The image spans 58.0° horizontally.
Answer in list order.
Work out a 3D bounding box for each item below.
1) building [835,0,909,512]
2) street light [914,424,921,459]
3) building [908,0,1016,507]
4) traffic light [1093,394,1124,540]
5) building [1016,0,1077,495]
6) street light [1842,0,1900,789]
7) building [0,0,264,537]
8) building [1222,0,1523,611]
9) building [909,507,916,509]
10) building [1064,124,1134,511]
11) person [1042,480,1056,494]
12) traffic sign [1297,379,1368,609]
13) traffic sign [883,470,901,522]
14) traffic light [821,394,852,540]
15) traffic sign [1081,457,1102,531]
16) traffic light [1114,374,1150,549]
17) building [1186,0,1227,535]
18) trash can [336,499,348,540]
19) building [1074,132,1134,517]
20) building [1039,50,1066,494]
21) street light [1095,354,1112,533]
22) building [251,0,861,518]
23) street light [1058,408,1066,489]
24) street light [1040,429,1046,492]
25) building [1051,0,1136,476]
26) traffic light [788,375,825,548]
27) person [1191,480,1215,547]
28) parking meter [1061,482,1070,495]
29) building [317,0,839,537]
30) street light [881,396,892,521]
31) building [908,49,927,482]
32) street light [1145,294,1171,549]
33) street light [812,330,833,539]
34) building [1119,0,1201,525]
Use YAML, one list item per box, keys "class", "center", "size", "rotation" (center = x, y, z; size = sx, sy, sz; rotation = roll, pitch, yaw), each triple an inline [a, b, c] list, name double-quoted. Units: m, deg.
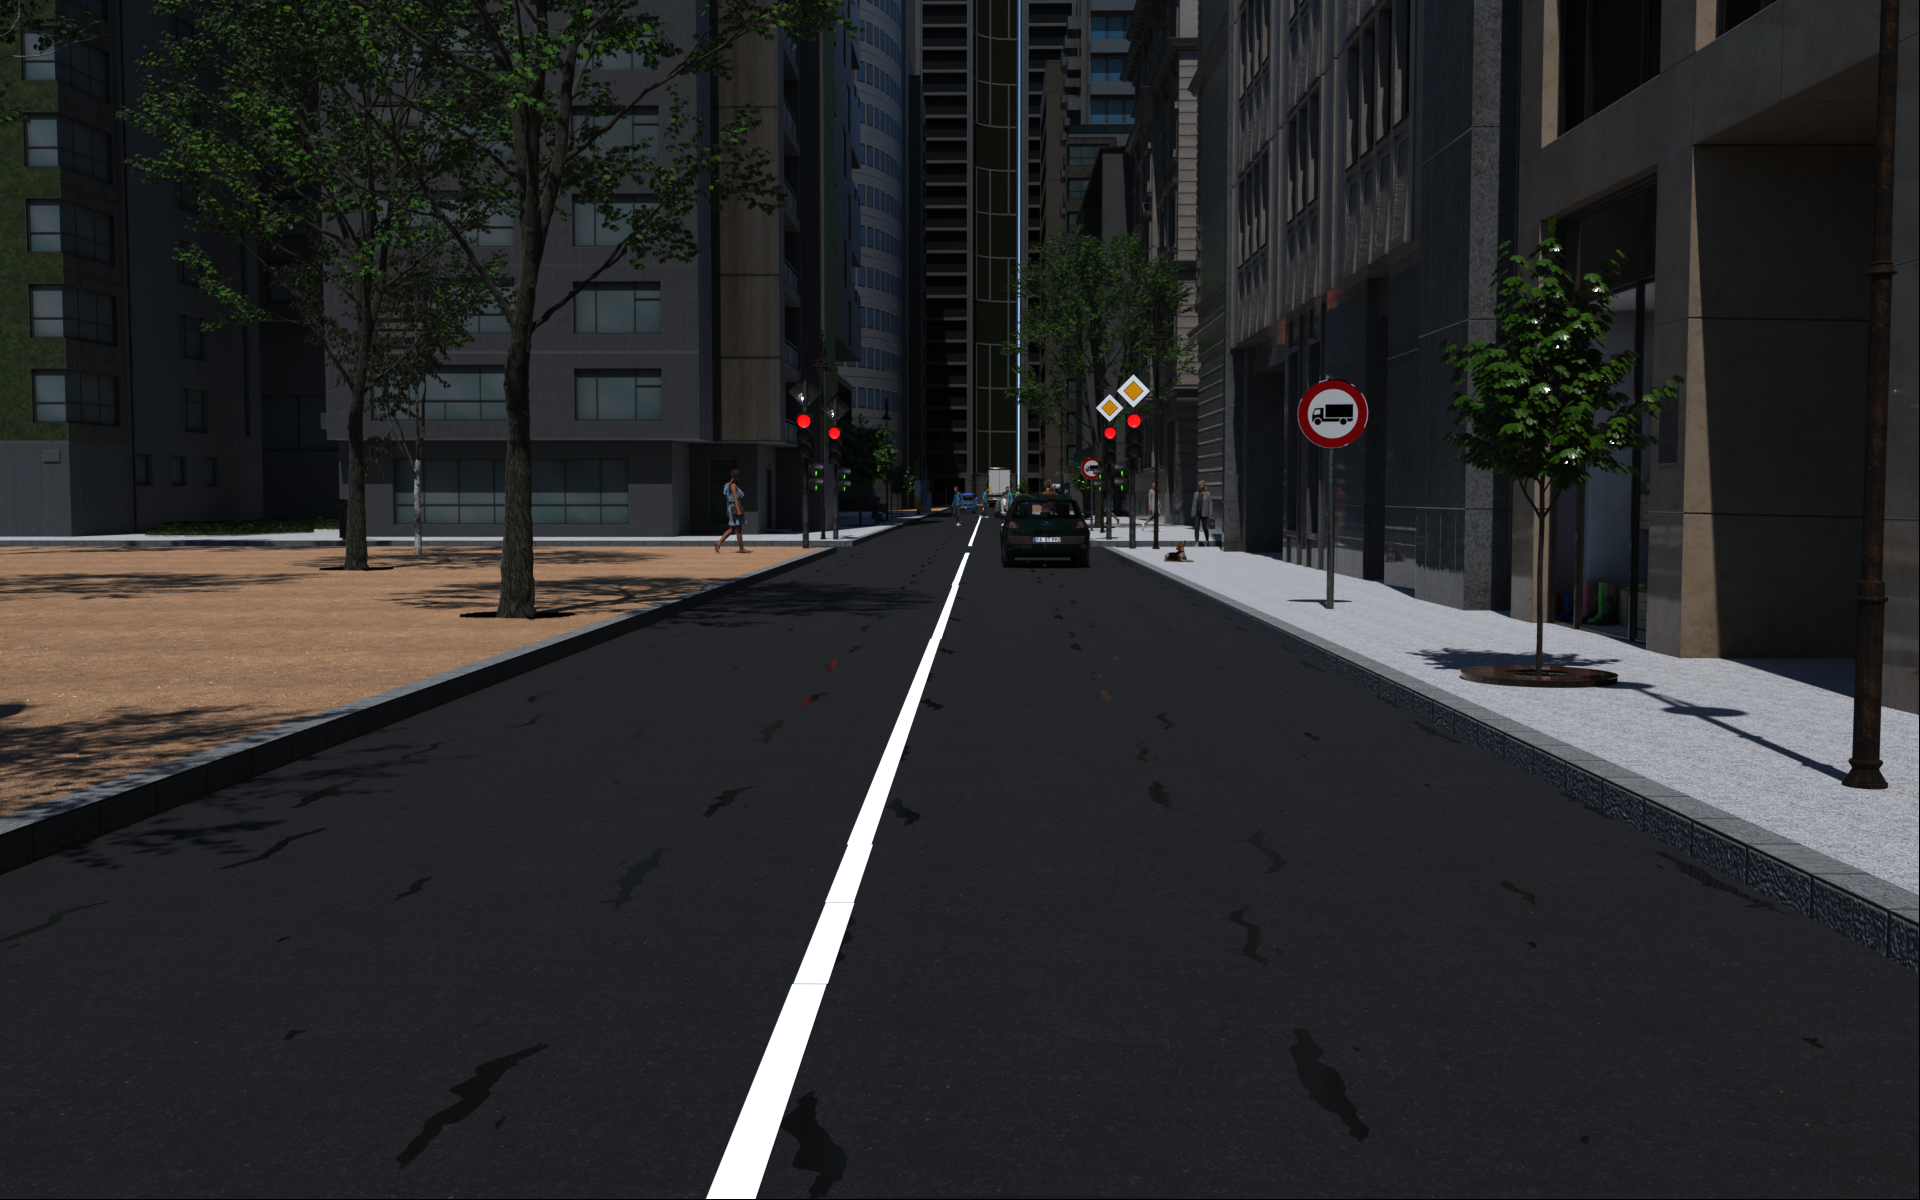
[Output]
- class: "building"
  center: [-15.218, -36.406, 137.242]
  size: [21.231, 58.520, 28.212]
  rotation: [0, 4, 1]
- class: "street light"
  center: [-2.817, -8.710, 115.191]
  size: [0.468, 5.910, 1.993]
  rotation: [0, 4, 1]
- class: "building"
  center: [-2.916, -47.734, 218.698]
  size: [20.611, 71.187, 20.563]
  rotation: [0, 4, 1]
- class: "traffic light"
  center: [4.173, -3.653, 48.641]
  size: [0.839, 4.253, 0.868]
  rotation: [0, 4, 1]
- class: "building"
  center: [17.919, -47.699, 218.128]
  size: [20.611, 71.187, 20.563]
  rotation: [0, 4, 1]
- class: "street light"
  center: [3.976, -2.119, 7.430]
  size: [0.468, 5.910, 1.993]
  rotation: [0, 4, 1]
- class: "building"
  center: [-33.445, -22.896, 57.944]
  size: [14.086, 41.232, 14.154]
  rotation: [0, 4, 1]
- class: "building"
  center: [11.718, -12.851, 28.138]
  size: [12.078, 24.808, 19.932]
  rotation: [0, 4, 1]
- class: "building"
  center: [-14.014, -44.218, 161.221]
  size: [20.563, 71.187, 20.611]
  rotation: [0, 4, 1]
- class: "building"
  center: [15.295, -22.432, 138.457]
  size: [14.160, 30.474, 14.107]
  rotation: [0, 4, 1]
- class: "person"
  center: [2.454, -2.415, 47.953]
  size: [0.573, 1.828, 0.580]
  rotation: [0, 4, -5]
- class: "traffic sign"
  center: [4.132, -1.171, 19.256]
  size: [0.768, 2.556, 0.104]
  rotation: [1, 4, 11]
- class: "traffic sign"
  center: [-3.163, -4.895, 80.032]
  size: [0.884, 2.594, 0.081]
  rotation: [1, 4, 9]
- class: "traffic light"
  center: [-3.487, -3.659, 48.753]
  size: [0.839, 4.253, 0.868]
  rotation: [0, 4, 1]
- class: "traffic sign"
  center: [4.567, -3.663, 60.000]
  size: [0.768, 2.556, 0.104]
  rotation: [0, 4, 6]
- class: "traffic light"
  center: [4.039, -3.164, 40.657]
  size: [0.839, 4.253, 0.868]
  rotation: [0, 4, 1]
- class: "building"
  center: [17.387, -13.824, 54.899]
  size: [19.941, 23.489, 11.050]
  rotation: [0, 4, 1]
- class: "trash can"
  center: [-17.055, -2.252, 48.466]
  size: [0.748, 1.137, 0.748]
  rotation: [0, 3, 0]
- class: "building"
  center: [14.998, -17.714, 108.685]
  size: [14.314, 24.678, 30.058]
  rotation: [0, 4, 1]
- class: "building"
  center: [19.556, -34.408, 186.274]
  size: [21.300, 48.544, 21.600]
  rotation: [0, 4, 1]
- class: "street light"
  center: [4.720, -5.167, 57.276]
  size: [0.468, 5.910, 1.993]
  rotation: [0, 4, 1]
- class: "building"
  center: [-19.078, -30.322, 85.000]
  size: [28.713, 52.752, 27.495]
  rotation: [0, 4, 1]
- class: "street light"
  center: [5.311, -7.202, 90.546]
  size: [0.468, 5.910, 1.993]
  rotation: [0, 4, 1]
- class: "street light"
  center: [5.926, -9.213, 123.417]
  size: [0.468, 5.910, 1.993]
  rotation: [0, 4, 1]
- class: "building"
  center: [20.668, -33.064, 160.211]
  size: [23.786, 49.044, 30.456]
  rotation: [0, 4, 1]
- class: "traffic light"
  center: [-3.621, -3.171, 40.769]
  size: [0.839, 4.253, 0.868]
  rotation: [0, 4, 1]
- class: "person"
  center: [6.496, -2.280, 45.966]
  size: [0.709, 1.800, 0.728]
  rotation: [2, 4, 29]
- class: "parking meter"
  center: [5.134, -4.813, 84.411]
  size: [0.399, 1.863, 0.255]
  rotation: [-1, 4, -11]
- class: "building"
  center: [-11.650, -22.807, 56.487]
  size: [14.154, 41.232, 14.086]
  rotation: [0, 4, 1]
- class: "street light"
  center: [-3.455, -6.671, 81.860]
  size: [0.468, 5.910, 1.993]
  rotation: [0, 4, 1]
- class: "building"
  center: [-14.571, -34.440, 186.797]
  size: [21.600, 48.544, 21.300]
  rotation: [0, 4, 1]
- class: "street light"
  center: [4.579, -4.128, 40.284]
  size: [0.468, 5.910, 1.993]
  rotation: [0, 4, 1]
- class: "street light"
  center: [-3.883, -4.661, 49.003]
  size: [0.468, 5.910, 1.993]
  rotation: [0, 4, 1]
- class: "building"
  center: [15.211, -17.993, 81.573]
  size: [14.401, 28.519, 23.554]
  rotation: [0, 4, 1]
